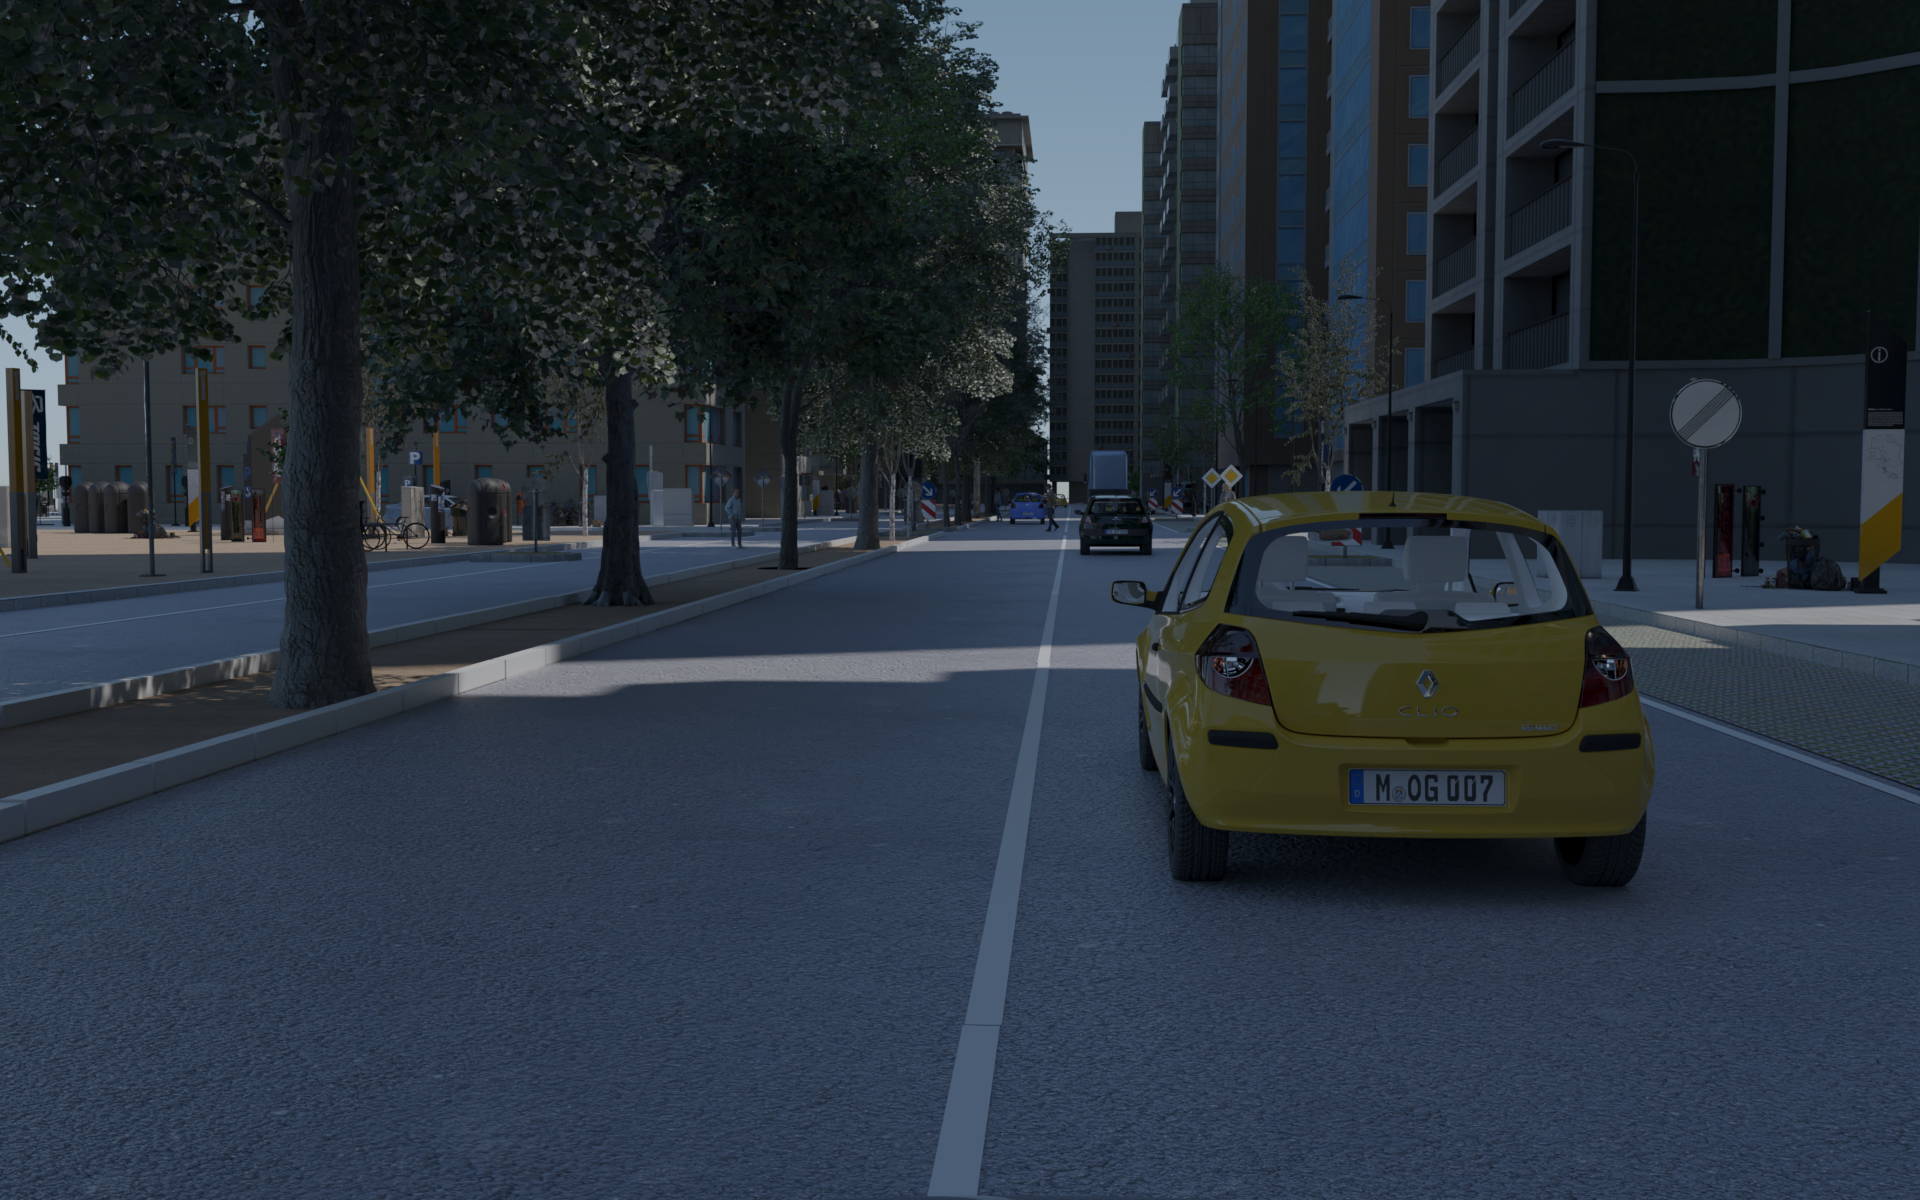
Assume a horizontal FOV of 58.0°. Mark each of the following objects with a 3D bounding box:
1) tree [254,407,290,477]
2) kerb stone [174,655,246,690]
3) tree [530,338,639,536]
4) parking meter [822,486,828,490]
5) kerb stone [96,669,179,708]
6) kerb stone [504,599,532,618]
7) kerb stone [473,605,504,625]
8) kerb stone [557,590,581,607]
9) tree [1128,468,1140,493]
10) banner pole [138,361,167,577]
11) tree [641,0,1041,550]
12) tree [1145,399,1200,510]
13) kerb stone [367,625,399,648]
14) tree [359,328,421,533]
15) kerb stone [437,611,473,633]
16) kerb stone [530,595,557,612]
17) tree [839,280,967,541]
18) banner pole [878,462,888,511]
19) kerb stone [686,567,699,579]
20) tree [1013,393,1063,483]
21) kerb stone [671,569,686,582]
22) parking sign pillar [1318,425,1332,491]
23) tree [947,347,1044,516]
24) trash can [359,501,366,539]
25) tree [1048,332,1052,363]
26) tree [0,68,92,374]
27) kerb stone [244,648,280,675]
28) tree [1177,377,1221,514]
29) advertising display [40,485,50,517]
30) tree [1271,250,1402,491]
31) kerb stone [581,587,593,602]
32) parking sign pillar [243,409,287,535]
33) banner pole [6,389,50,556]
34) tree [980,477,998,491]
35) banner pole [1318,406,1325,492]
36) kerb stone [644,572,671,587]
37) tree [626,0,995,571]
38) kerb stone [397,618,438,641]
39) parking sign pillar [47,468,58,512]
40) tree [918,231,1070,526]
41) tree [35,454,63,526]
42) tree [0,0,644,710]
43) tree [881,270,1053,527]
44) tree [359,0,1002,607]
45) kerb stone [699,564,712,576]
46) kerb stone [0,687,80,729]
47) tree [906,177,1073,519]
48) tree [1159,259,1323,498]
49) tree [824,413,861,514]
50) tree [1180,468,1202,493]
[{"bbox_3d":[-12.435,-2.375,33.432,1.663,3.219,1.824,0,3,0],"label":"tree"},{"bbox_3d":[-5.700,0.559,13.063,0.120,0.150,1.000,0,4,4],"label":"kerb stone"},{"bbox_3d":[-11.434,-6.247,52.508,4.360,8.622,3.978,0,3,0],"label":"tree"},{"bbox_3d":[-9.257,-6.897,118.478,0.399,1.863,0.255,-3,4,-37],"label":"parking meter"},{"bbox_3d":[-5.761,0.621,12.040,0.120,0.150,1.000,0,4,4],"label":"kerb stone"},{"bbox_3d":[-5.246,0.125,20.217,0.120,0.150,1.000,0,4,4],"label":"kerb stone"},{"bbox_3d":[-5.306,0.188,19.197,0.120,0.150,1.000,0,4,4],"label":"kerb stone"},{"bbox_3d":[-5.107,0.005,22.258,0.120,0.150,1.000,0,4,4],"label":"kerb stone"},{"bbox_3d":[22.342,-14.343,218.216,4.285,4.588,4.351,0,3,0],"label":"tree"},{"bbox_3d":[-12.729,-2.271,27.153,0.401,3.779,0.863,-2,4,-29],"label":"banner pole"},{"bbox_3d":[-2.388,-8.263,44.220,9.857,13.997,8.962,0,3,0],"label":"tree"},{"bbox_3d":[16.570,-11.314,135.346,4.737,8.622,4.395,0,3,0],"label":"tree"},{"bbox_3d":[-5.506,0.374,16.138,0.120,0.150,1.000,0,4,4],"label":"kerb stone"},{"bbox_3d":[-19.252,-6.540,57.285,4.360,8.622,3.978,0,3,0],"label":"tree"},{"bbox_3d":[-5.370,0.247,18.177,0.120,0.150,1.000,0,4,4],"label":"kerb stone"},{"bbox_3d":[-5.177,0.059,21.238,0.120,0.150,1.000,0,4,4],"label":"kerb stone"},{"bbox_3d":[-1.666,-6.364,56.865,4.360,8.622,3.978,0,3,0],"label":"tree"},{"bbox_3d":[-6.018,-8.811,134.071,0.863,3.779,0.401,0,4,1],"label":"banner pole"},{"bbox_3d":[-4.645,-0.442,29.419,0.120,0.150,1.000,0,4,4],"label":"kerb stone"},{"bbox_3d":[2.354,-12.252,119.777,9.611,12.733,9.660,0,3,0],"label":"tree"},{"bbox_3d":[-4.705,-0.374,28.397,0.120,0.150,1.000,0,4,4],"label":"kerb stone"},{"bbox_3d":[14.437,-4.899,68.567,1.447,3.967,1.447,1,4,17],"label":"parking sign pillar"},{"bbox_3d":[1.681,-11.657,111.175,7.486,12.596,7.792,0,3,0],"label":"tree"},{"bbox_3d":[-13.077,-1.551,37.009,0.748,1.137,0.748,0,3,0],"label":"trash can"},{"bbox_3d":[0.284,-11.047,89.735,9.857,13.997,8.962,0,3,0],"label":"tree"},{"bbox_3d":[-12.948,-4.366,21.743,4.737,8.622,4.395,0,3,0],"label":"tree"},{"bbox_3d":[-5.639,0.496,14.092,0.120,0.150,1.000,0,4,4],"label":"kerb stone"},{"bbox_3d":[15.613,-9.679,108.609,4.360,8.622,3.978,0,3,0],"label":"tree"},{"bbox_3d":[-50.677,-5.546,95.898,0.974,1.923,0.123,3,5,39],"label":"advertising display"},{"bbox_3d":[11.383,-6.293,53.256,4.360,8.622,3.978,0,3,0],"label":"tree"},{"bbox_3d":[-5.041,-0.063,23.290,0.120,0.150,1.000,0,4,4],"label":"kerb stone"},{"bbox_3d":[-21.748,-4.024,54.257,1.447,3.967,1.447,2,4,33],"label":"parking sign pillar"},{"bbox_3d":[-19.579,-2.832,36.324,0.863,3.779,0.401,-2,4,-31],"label":"banner pole"},{"bbox_3d":[2.599,-10.732,128.284,4.360,8.622,3.978,0,3,0],"label":"tree"},{"bbox_3d":[10.268,-3.623,49.247,0.401,3.779,0.863,0,4,1],"label":"banner pole"},{"bbox_3d":[-4.788,-0.317,27.378,0.120,0.150,1.000,0,4,4],"label":"kerb stone"},{"bbox_3d":[-3.139,-6.365,32.277,9.928,11.665,9.643,0,3,0],"label":"tree"},{"bbox_3d":[-5.440,0.308,17.157,0.120,0.150,1.000,0,4,4],"label":"kerb stone"},{"bbox_3d":[-66.190,-8.372,125.347,1.447,3.967,1.447,0,4,0],"label":"parking sign pillar"},{"bbox_3d":[-0.088,-10.147,78.738,12.009,13.543,11.850,0,3,0],"label":"tree"},{"bbox_3d":[-37.811,-4.667,70.908,1.663,3.219,1.824,0,3,0],"label":"tree"},{"bbox_3d":[-4.337,-6.259,11.454,9.857,13.997,8.962,0,3,0],"label":"tree"},{"bbox_3d":[-0.470,-8.078,68.945,8.767,10.594,7.601,0,4,4],"label":"tree"},{"bbox_3d":[-4.365,-6.279,22.120,9.611,12.733,9.660,0,3,0],"label":"tree"},{"bbox_3d":[-4.578,-0.505,30.450,0.120,0.150,1.000,0,4,4],"label":"kerb stone"},{"bbox_3d":[-5.840,0.683,11.021,0.120,0.150,1.000,0,4,4],"label":"kerb stone"},{"bbox_3d":[-0.183,-14.836,100.913,12.611,20.169,13.585,0,3,0],"label":"tree"},{"bbox_3d":[12.518,-9.278,77.449,9.928,11.665,9.643,0,3,0],"label":"tree"},{"bbox_3d":[-7.216,-9.900,112.227,4.737,8.622,4.395,0,3,0],"label":"tree"},{"bbox_3d":[16.963,-8.101,127.047,1.663,3.219,1.824,0,3,0],"label":"tree"}]
